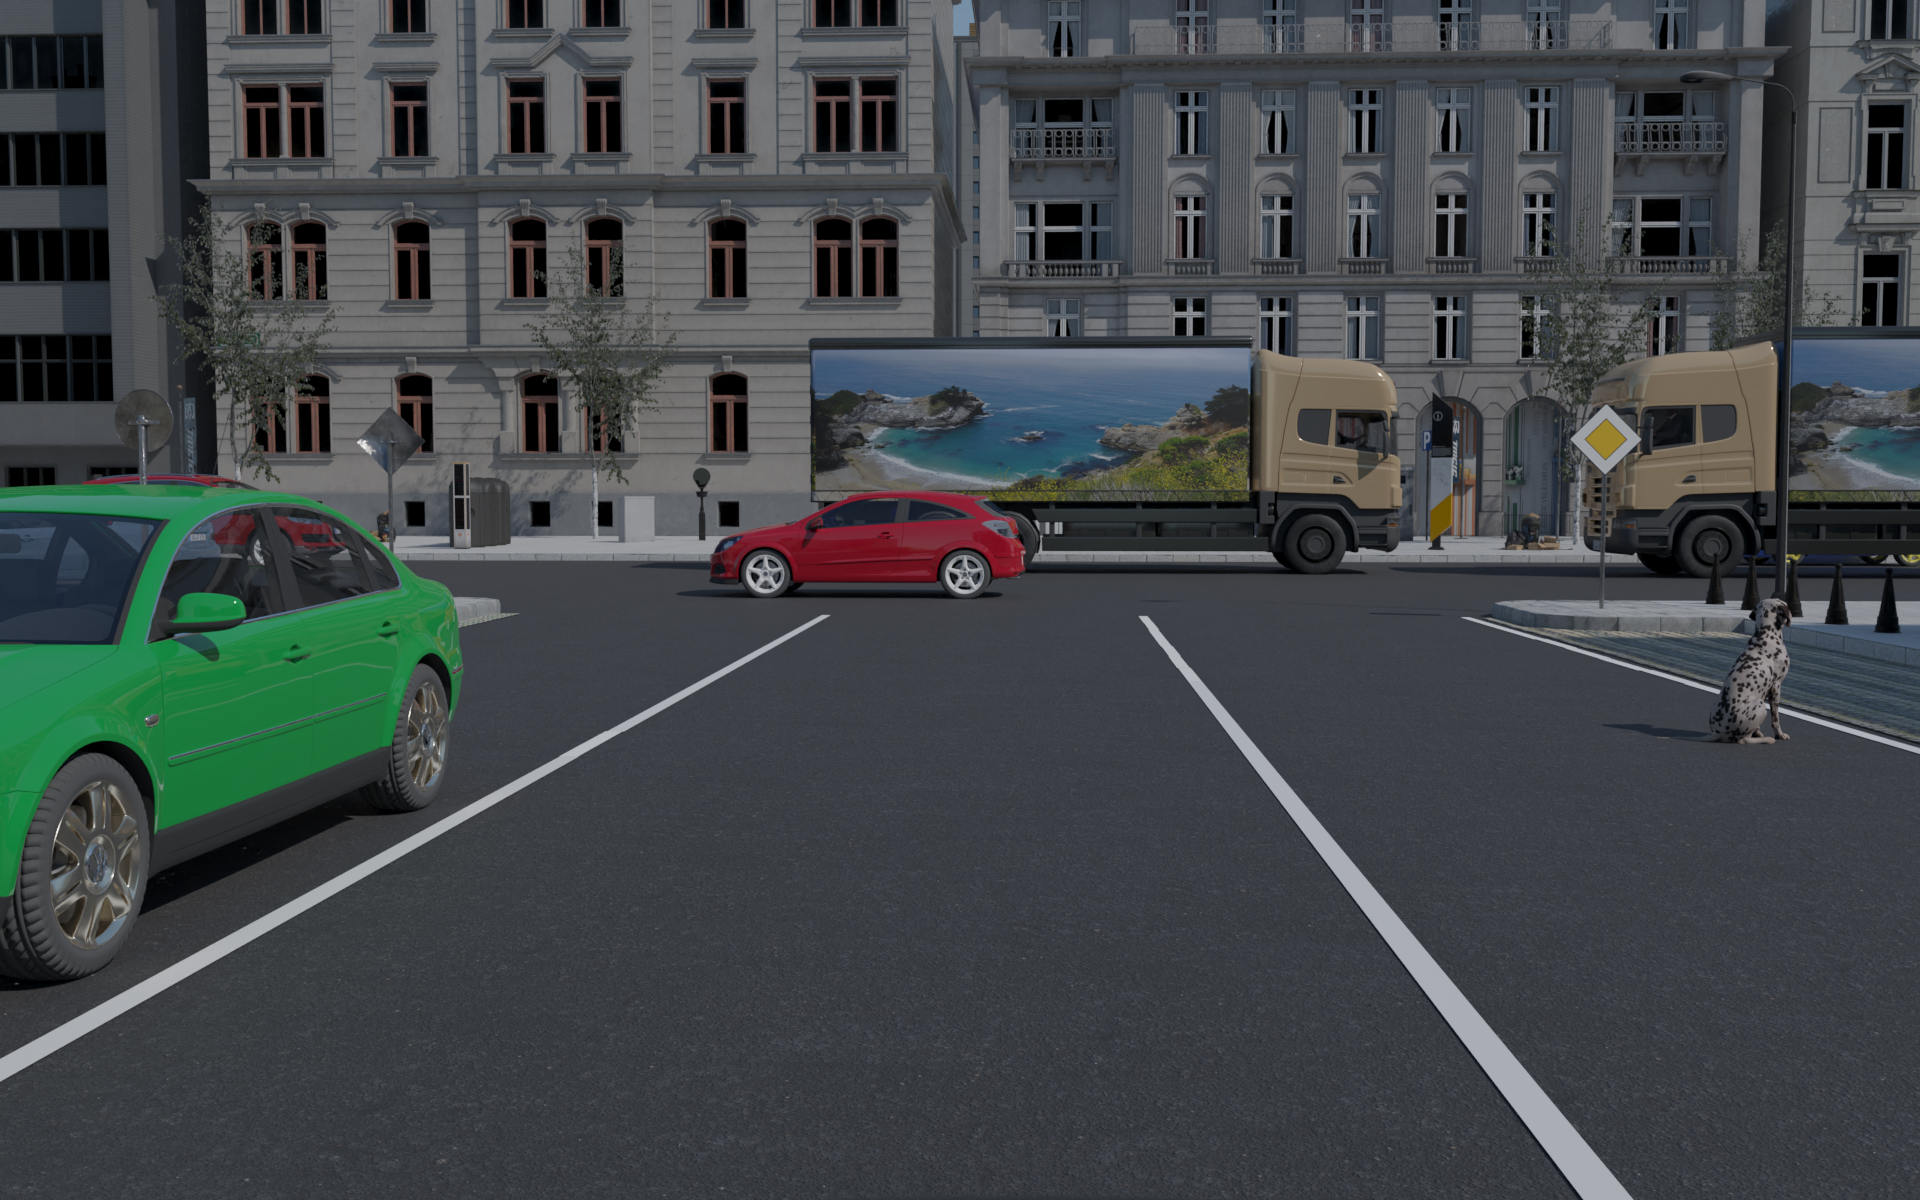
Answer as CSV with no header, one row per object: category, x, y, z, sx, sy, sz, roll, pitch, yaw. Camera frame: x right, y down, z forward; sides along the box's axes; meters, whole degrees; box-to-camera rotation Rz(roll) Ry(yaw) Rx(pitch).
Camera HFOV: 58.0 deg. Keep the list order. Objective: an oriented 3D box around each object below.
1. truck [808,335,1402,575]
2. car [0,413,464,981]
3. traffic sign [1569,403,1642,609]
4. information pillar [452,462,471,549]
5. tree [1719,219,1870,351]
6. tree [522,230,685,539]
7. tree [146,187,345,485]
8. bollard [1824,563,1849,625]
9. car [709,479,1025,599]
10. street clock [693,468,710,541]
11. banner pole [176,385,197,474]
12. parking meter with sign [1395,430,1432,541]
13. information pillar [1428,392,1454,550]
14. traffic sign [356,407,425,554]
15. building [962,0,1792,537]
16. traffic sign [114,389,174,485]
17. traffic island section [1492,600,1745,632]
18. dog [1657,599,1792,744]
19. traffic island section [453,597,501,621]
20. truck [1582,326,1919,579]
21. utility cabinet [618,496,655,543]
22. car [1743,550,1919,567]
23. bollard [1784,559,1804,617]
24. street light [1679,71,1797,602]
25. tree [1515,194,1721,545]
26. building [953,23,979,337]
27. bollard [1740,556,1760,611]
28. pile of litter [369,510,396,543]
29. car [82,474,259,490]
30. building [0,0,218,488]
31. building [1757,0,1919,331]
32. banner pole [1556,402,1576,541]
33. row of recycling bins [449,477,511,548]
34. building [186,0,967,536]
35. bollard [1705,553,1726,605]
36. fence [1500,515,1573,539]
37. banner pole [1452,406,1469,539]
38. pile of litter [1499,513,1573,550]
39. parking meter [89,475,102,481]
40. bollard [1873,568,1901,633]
truck,2.967,-2.633,31.955,11.283,4.237,2.839,0,4,3
car,-3.361,0.138,6.537,1.959,1.807,4.718,0,4,3
traffic sign,7.163,-0.957,19.286,0.795,2.450,0.064,0,4,3
information pillar,-11.608,-2.193,40.349,0.304,2.012,0.304,0,4,4
tree,21.700,-5.874,46.400,4.360,8.622,3.978,0,3,0
tree,-10.171,-6.046,49.216,4.360,8.622,3.978,0,3,0
tree,-17.607,-5.647,42.693,4.360,8.622,3.978,0,3,0
bollard,8.647,-0.063,17.067,0.229,0.601,0.229,0,3,0
car,-1.322,-0.946,24.514,4.494,1.783,2.155,0,4,4
street clock,-7.117,-2.642,47.768,0.471,2.002,0.358,0,4,-6
banner pole,-17.695,-3.036,39.660,0.863,3.779,0.401,2,4,35
parking meter with sign,12.009,-3.125,47.355,1.738,3.016,0.543,-1,4,-10
information pillar,10.997,-2.950,39.580,0.504,3.616,0.183,2,4,29
traffic sign,-6.564,-0.999,19.982,0.795,2.450,0.064,0,4,3
building,12.394,-13.193,57.506,24.055,21.916,13.314,0,4,3
traffic sign,-9.899,-1.278,21.005,0.768,2.556,0.104,0,4,8
traffic island section,7.186,0.179,19.362,2.009,0.180,2.903,0,4,3
dog,4.492,0.411,10.119,0.800,0.831,0.513,1,4,9
traffic island section,-6.588,0.137,20.045,2.009,0.180,2.903,0,4,3
truck,16.169,-2.519,30.103,11.283,4.237,2.839,0,4,3
utility cabinet,-8.598,-2.131,45.996,0.306,1.237,1.020,3,5,40
car,17.540,-1.554,34.995,3.694,1.707,1.945,0,4,2
bollard,8.698,-0.125,18.093,0.229,0.601,0.229,0,3,0
street light,8.600,-2.852,19.165,1.470,5.913,1.316,0,4,3
tree,15.830,-5.705,43.641,4.360,8.622,3.978,0,3,0
building,-5.514,-41.532,221.044,28.212,58.520,21.231,0,4,3
bollard,8.748,-0.189,19.133,0.229,0.601,0.229,0,3,0
pile of litter,-15.610,-1.975,46.249,1.176,0.858,1.719,0,4,1
car,-14.419,-1.499,33.187,5.304,1.827,2.281,0,4,3
building,-39.115,-14.765,60.470,30.058,24.678,14.314,0,4,3
building,46.742,-17.197,57.593,44.131,29.872,17.030,0,4,3
banner pole,16.454,-3.493,47.134,0.401,3.779,0.863,-2,4,-24
row of recycling bins,-11.854,-2.194,42.979,1.069,1.692,3.534,0,4,-2
building,-11.572,-16.564,58.212,23.554,28.519,14.401,0,4,3
bollard,8.798,-0.252,20.158,0.229,0.601,0.229,0,3,0
fence,16.743,-2.129,50.182,2.069,0.683,0.278,1,4,13
banner pole,14.175,-3.627,49.311,0.863,3.779,0.401,-3,5,-41
pile of litter,13.275,-1.582,39.835,1.719,0.858,1.176,1,4,10
parking meter,-25.879,-2.825,51.902,0.399,1.863,0.255,3,5,42
bollard,8.594,0.001,16.032,0.229,0.601,0.229,0,3,0
